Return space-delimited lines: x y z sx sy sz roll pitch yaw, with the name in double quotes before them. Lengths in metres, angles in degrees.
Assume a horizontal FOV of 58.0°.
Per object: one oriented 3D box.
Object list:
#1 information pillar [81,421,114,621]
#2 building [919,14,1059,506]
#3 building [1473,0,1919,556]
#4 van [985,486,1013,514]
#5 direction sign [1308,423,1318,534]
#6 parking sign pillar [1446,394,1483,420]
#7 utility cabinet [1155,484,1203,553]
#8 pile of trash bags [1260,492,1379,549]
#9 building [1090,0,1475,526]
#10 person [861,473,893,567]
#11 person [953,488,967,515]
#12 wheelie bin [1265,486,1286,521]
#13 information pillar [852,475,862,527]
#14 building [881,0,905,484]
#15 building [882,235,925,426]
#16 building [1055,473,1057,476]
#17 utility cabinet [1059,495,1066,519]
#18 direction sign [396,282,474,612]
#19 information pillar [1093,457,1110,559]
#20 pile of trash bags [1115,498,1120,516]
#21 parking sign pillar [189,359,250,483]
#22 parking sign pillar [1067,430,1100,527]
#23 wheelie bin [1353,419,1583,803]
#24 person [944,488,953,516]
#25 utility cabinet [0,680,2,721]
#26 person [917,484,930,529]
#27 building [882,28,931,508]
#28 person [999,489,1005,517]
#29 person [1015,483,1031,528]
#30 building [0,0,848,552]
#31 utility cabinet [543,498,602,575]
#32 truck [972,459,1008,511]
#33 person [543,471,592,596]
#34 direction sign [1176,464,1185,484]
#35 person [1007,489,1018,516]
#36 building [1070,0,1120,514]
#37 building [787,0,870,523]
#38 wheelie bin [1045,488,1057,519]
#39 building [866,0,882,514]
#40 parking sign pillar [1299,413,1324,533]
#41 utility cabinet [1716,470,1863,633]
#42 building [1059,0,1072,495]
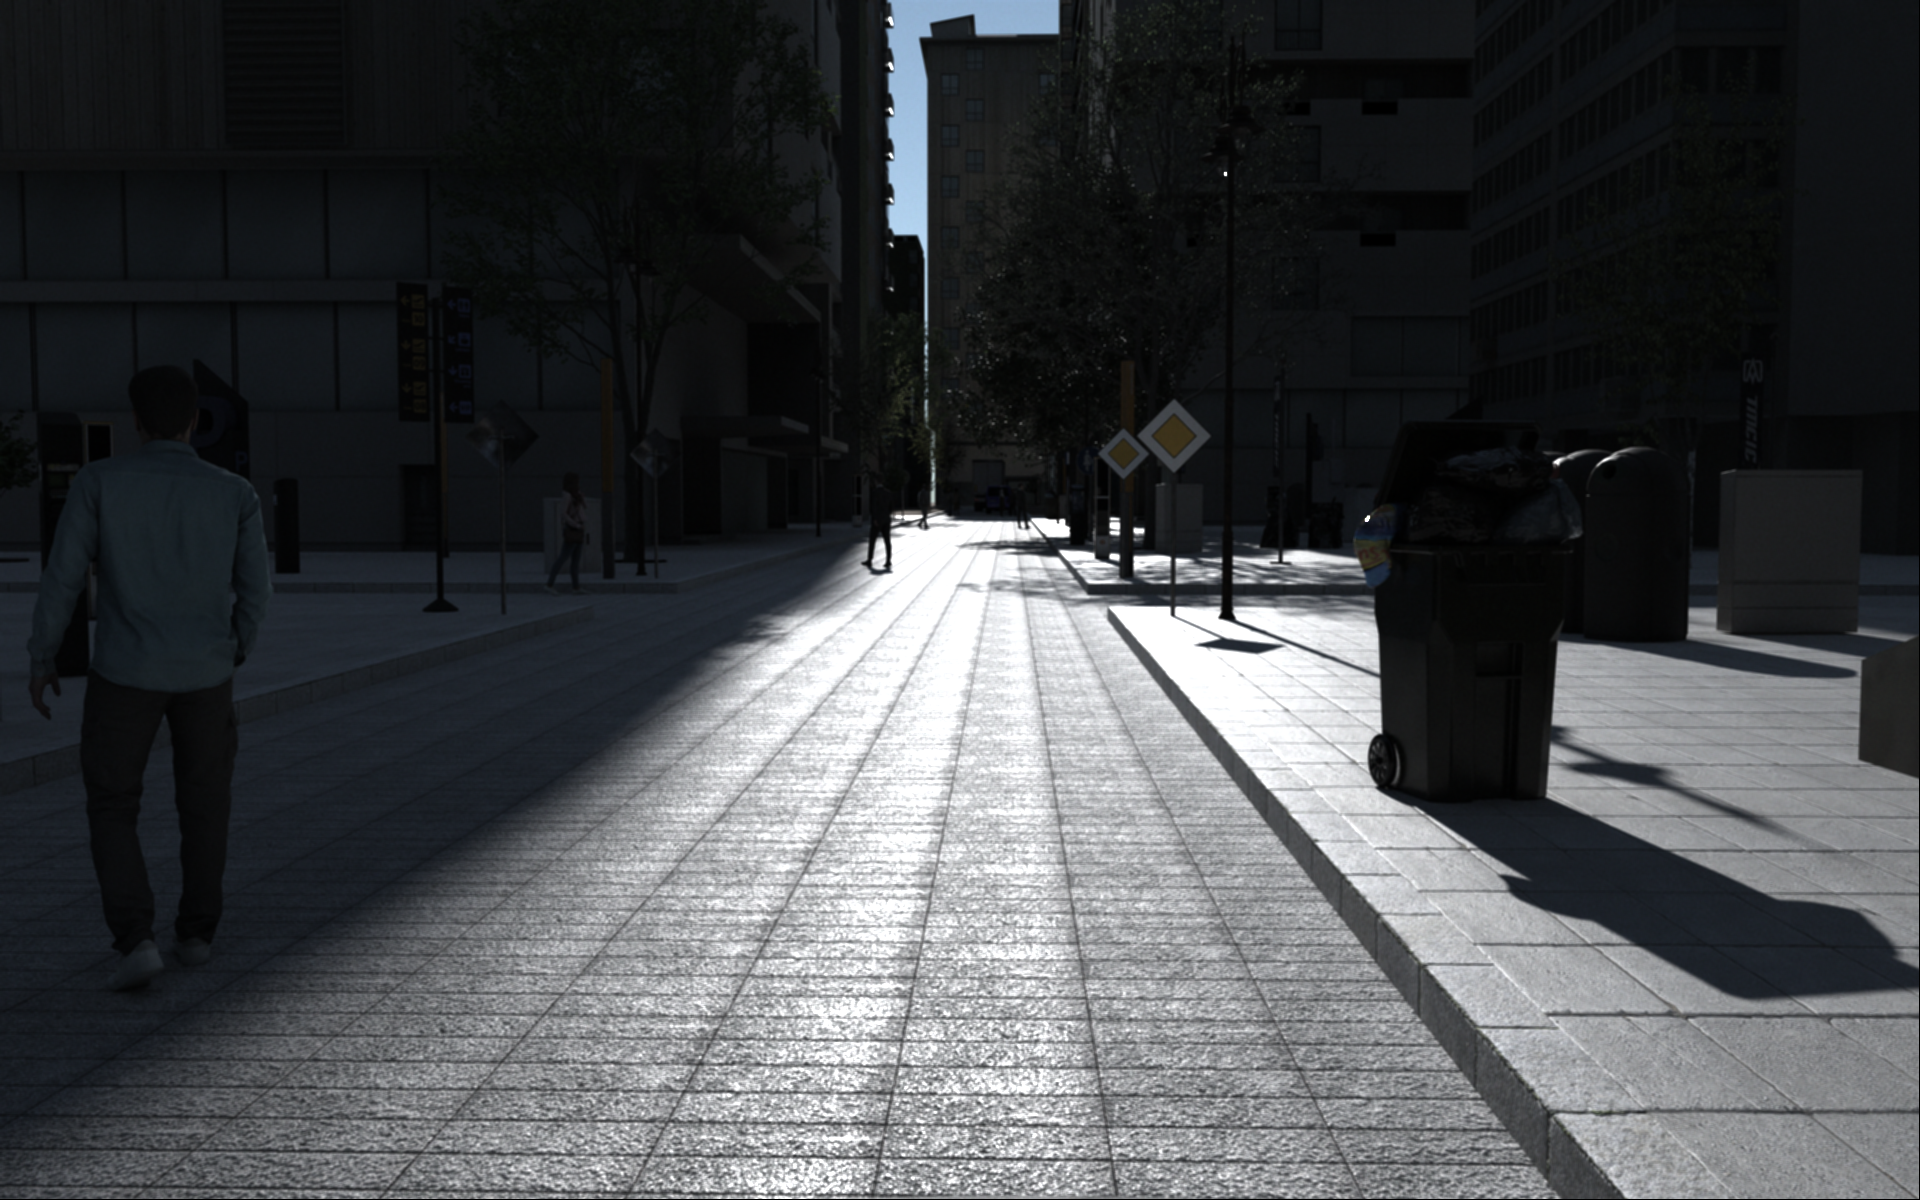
"information pillar" -8.830 -0.806 17.665 0.304 2.012 0.304 3 4 36
"building" 9.818 -37.346 199.838 27.495 52.752 28.713 0 4 2
"building" 27.228 -21.484 43.142 23.993 40.220 32.217 0 4 2
"van" 2.893 -7.481 126.692 2.240 2.365 5.245 0 4 3
"direction sign" 11.371 -3.886 55.526 0.379 3.537 0.876 1 4 21
"parking sign pillar" 13.490 -3.583 47.062 1.447 3.967 1.447 1 4 13
"utility cabinet" 4.733 -1.761 37.477 1.173 1.500 0.318 -3 5 -40
"pile of trash bags" 8.804 -1.927 41.265 3.447 1.369 1.912 2 4 32
"building" 20.131 -30.129 81.852 28.713 52.752 27.495 0 4 2
"person" -1.619 -1.573 33.997 0.659 1.850 0.755 -3 5 -41
"person" -0.218 -6.688 117.852 1.348 1.824 0.705 1 4 18
"wheelie bin" 12.474 -3.694 68.311 0.980 1.594 0.693 1 4 20
"information pillar" -3.951 -3.797 66.568 0.304 2.012 0.304 -2 4 -26
"building" -16.620 -31.286 131.127 23.786 49.044 30.456 0 4 2
"building" -11.153 -25.879 194.815 14.107 30.474 14.160 0 4 2
"building" 20.969 -32.995 159.075 23.786 49.044 30.456 0 4 2
"utility cabinet" 5.193 -4.852 90.494 1.020 1.237 0.306 -2 4 -24
"direction sign" -5.690 -1.644 18.869 0.876 3.537 0.379 -3 5 -44
"information pillar" 2.806 -1.820 34.244 0.304 2.012 0.304 0 4 -1
"pile of trash bags" 10.649 -5.459 99.010 3.447 1.369 1.912 0 4 -6
"parking sign pillar" -14.723 -2.804 34.324 1.447 3.967 1.447 2 4 24
"parking sign pillar" 4.882 -4.809 67.094 1.447 3.967 1.447 2 4 34
"wheelie bin" 2.203 0.030 7.412 0.980 1.594 0.693 -1 4 -12
"person" -0.703 -6.378 112.866 0.705 1.814 1.350 -1 4 -23
"utility cabinet" -5.944 0.086 9.752 1.020 1.237 0.306 1 4 12
"person" -1.486 -3.881 72.048 0.679 1.850 0.850 3 5 41
"building" -18.789 -52.020 163.191 31.000 86.520 22.319 0 4 2
"person" 2.731 -6.132 109.481 0.721 1.736 1.217 0 4 3
"person" 2.643 -4.003 73.316 0.648 1.900 0.474 3 5 41
"building" -17.840 -28.126 49.099 28.713 52.752 27.495 0 4 2
"utility cabinet" -6.259 -1.032 28.033 0.306 1.237 1.020 2 4 33
"truck" 2.520 -9.596 145.813 2.839 4.237 11.283 0 4 3
"person" -5.577 -0.946 24.565 0.643 1.750 0.593 0 4 -4
"direction sign" 8.418 -4.543 66.269 0.379 3.537 0.876 -1 4 -17
"person" 3.412 -6.315 112.299 0.990 1.755 0.434 3 5 39
"building" 18.633 -30.255 118.379 21.300 48.544 21.600 0 4 2
"building" -11.695 -24.124 78.025 14.154 41.232 14.086 0 4 2
"wheelie bin" 4.670 -4.939 88.655 0.693 1.594 0.980 0 4 -2
"building" -12.327 -28.034 108.472 14.600 45.320 14.200 0 4 2
"parking sign pillar" 11.903 -4.261 58.139 1.447 3.967 1.447 1 4 19
"utility cabinet" 7.604 -0.442 15.902 1.173 1.500 0.318 0 4 -2
"building" 14.749 -27.724 136.887 14.154 41.232 14.086 0 4 2
